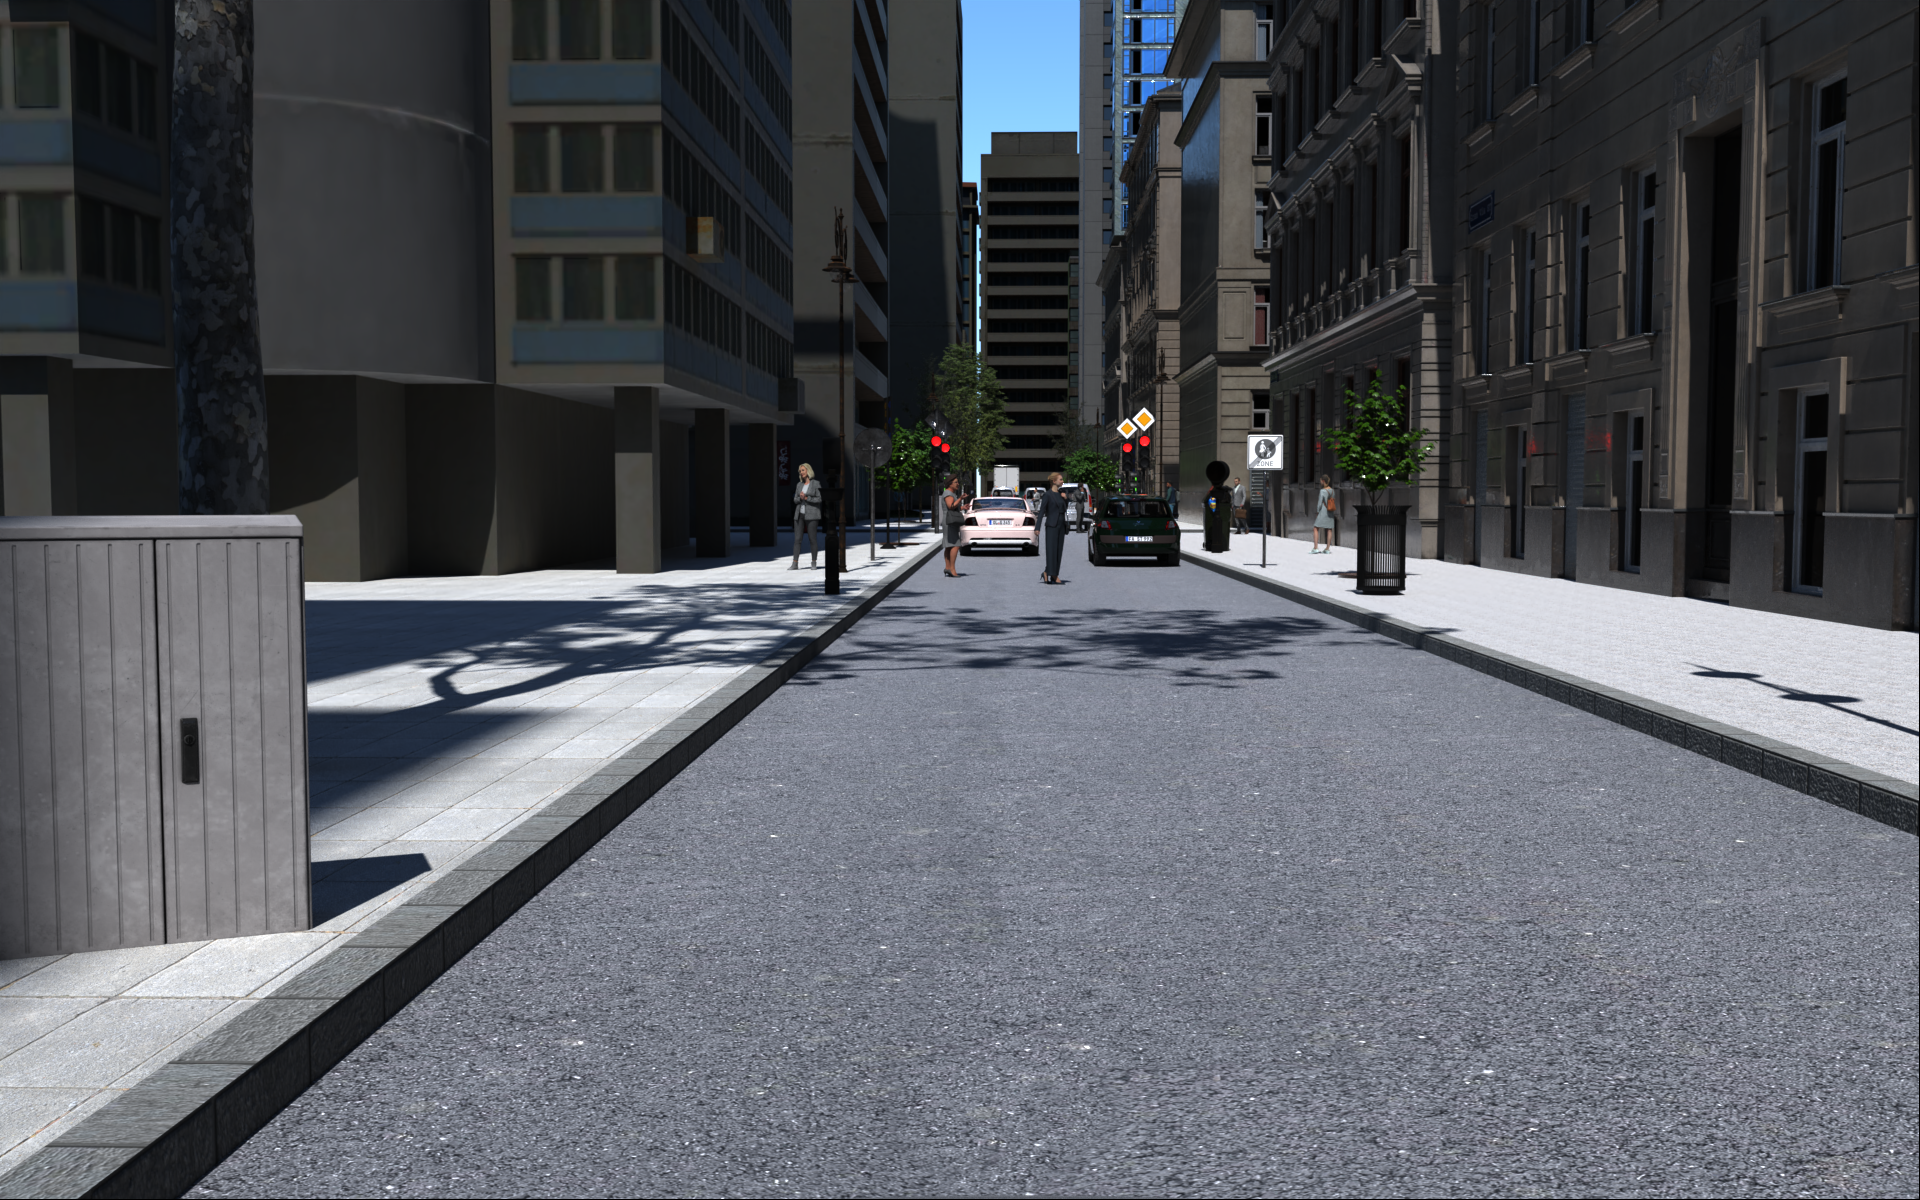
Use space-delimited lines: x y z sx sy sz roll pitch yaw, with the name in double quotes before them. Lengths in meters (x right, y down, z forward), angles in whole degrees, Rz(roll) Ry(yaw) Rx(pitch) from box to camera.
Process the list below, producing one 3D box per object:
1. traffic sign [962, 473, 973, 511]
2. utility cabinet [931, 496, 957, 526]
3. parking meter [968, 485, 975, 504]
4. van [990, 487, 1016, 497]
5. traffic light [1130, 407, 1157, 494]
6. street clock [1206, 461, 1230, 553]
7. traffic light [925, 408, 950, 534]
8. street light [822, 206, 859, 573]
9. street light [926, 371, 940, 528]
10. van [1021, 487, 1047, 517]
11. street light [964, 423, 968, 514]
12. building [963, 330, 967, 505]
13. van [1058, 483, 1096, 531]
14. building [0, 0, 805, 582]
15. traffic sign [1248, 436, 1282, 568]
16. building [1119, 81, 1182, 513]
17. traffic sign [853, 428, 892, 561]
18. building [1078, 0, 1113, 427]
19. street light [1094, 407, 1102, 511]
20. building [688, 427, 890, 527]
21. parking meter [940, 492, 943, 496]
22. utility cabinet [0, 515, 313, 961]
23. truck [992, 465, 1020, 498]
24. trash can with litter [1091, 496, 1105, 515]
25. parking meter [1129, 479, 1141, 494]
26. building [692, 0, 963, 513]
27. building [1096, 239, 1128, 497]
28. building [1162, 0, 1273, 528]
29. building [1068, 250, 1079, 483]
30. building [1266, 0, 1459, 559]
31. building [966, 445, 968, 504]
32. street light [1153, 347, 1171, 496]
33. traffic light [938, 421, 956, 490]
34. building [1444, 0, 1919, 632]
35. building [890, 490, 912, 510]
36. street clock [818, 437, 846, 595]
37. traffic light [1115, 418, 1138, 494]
"traffic sign" 0.362 -6.437 105.249 0.884 2.594 0.081 0 4 7
"utility cabinet" -0.641 -3.590 69.853 1.020 1.237 0.306 -1 4 -23
"parking meter" 0.697 -6.208 107.213 0.399 1.863 0.255 -2 4 -28
"van" 2.607 -5.871 102.998 2.013 2.044 4.112 0 4 3
"traffic light" 5.924 -4.103 56.009 0.839 4.253 0.868 0 4 2
"street clock" 5.602 -2.025 37.684 0.471 2.002 0.358 2 4 30
"traffic light" -0.735 -4.113 56.174 0.839 4.253 0.868 0 4 2
"street light" -1.922 -3.386 28.152 0.468 5.910 1.993 0 4 2
"street light" -1.006 -5.665 65.403 0.468 5.910 1.993 0 4 2
"van" 4.860 -6.348 110.805 2.013 2.044 4.112 0 4 3
"street light" 0.368 -8.538 112.377 0.468 5.910 1.993 0 4 2
"building" -13.411 -20.306 177.040 27.650 21.520 28.899 0 4 2
"van" 4.399 -3.765 68.572 2.013 2.044 4.112 0 4 2
"building" -15.872 -21.060 36.207 23.993 40.220 32.217 0 4 2
"traffic sign" 5.287 -1.708 30.055 0.606 2.300 0.079 1 4 9
"building" 16.570 -18.801 104.653 12.463 27.353 25.104 0 4 2
"traffic sign" -1.683 -2.030 33.296 0.768 2.556 0.104 1 4 9
"building" 23.108 -39.240 183.579 21.231 58.520 28.212 0 4 2
"street light" 7.313 -7.299 92.134 0.468 5.910 1.993 0 4 2
"building" -14.552 -27.766 77.676 21.300 48.544 21.600 0 4 2
"parking meter" -0.611 -3.976 70.711 0.399 1.863 0.255 -2 4 -29
"utility cabinet" -2.422 0.379 4.966 1.020 1.237 0.306 -2 4 -25
"truck" 4.613 -11.223 172.407 2.839 4.237 11.283 0 4 1
"trash can with litter" 7.108 -4.701 88.254 1.055 1.170 0.624 -1 4 -12
"parking meter" 6.396 -3.521 63.283 0.399 1.863 0.255 -2 4 -31
"building" -10.692 -32.246 150.929 21.300 48.544 21.600 0 4 2
"building" 16.349 -17.878 128.462 11.583 22.565 21.152 0 4 2
"building" 24.167 -14.614 72.220 30.059 22.955 16.112 0 4 2
"building" 19.748 -26.542 205.654 14.160 30.474 14.107 0 4 2
"building" 14.286 -12.648 42.946 11.583 22.565 21.152 0 4 2
"building" -14.846 -54.310 200.634 31.000 86.520 22.319 0 4 2
"street light" 6.335 -4.998 54.508 0.468 5.910 1.993 0 4 2
"traffic light" -0.517 -4.602 64.156 0.839 4.253 0.868 0 4 2
"building" 14.469 -13.605 19.703 12.463 27.353 25.104 0 4 2
"building" -13.479 -40.958 107.921 20.563 71.187 20.611 0 4 2
"street clock" -1.638 -1.075 22.141 0.358 2.002 0.471 0 4 -6
"traffic light" 6.142 -4.591 63.991 0.839 4.253 0.868 0 4 2
